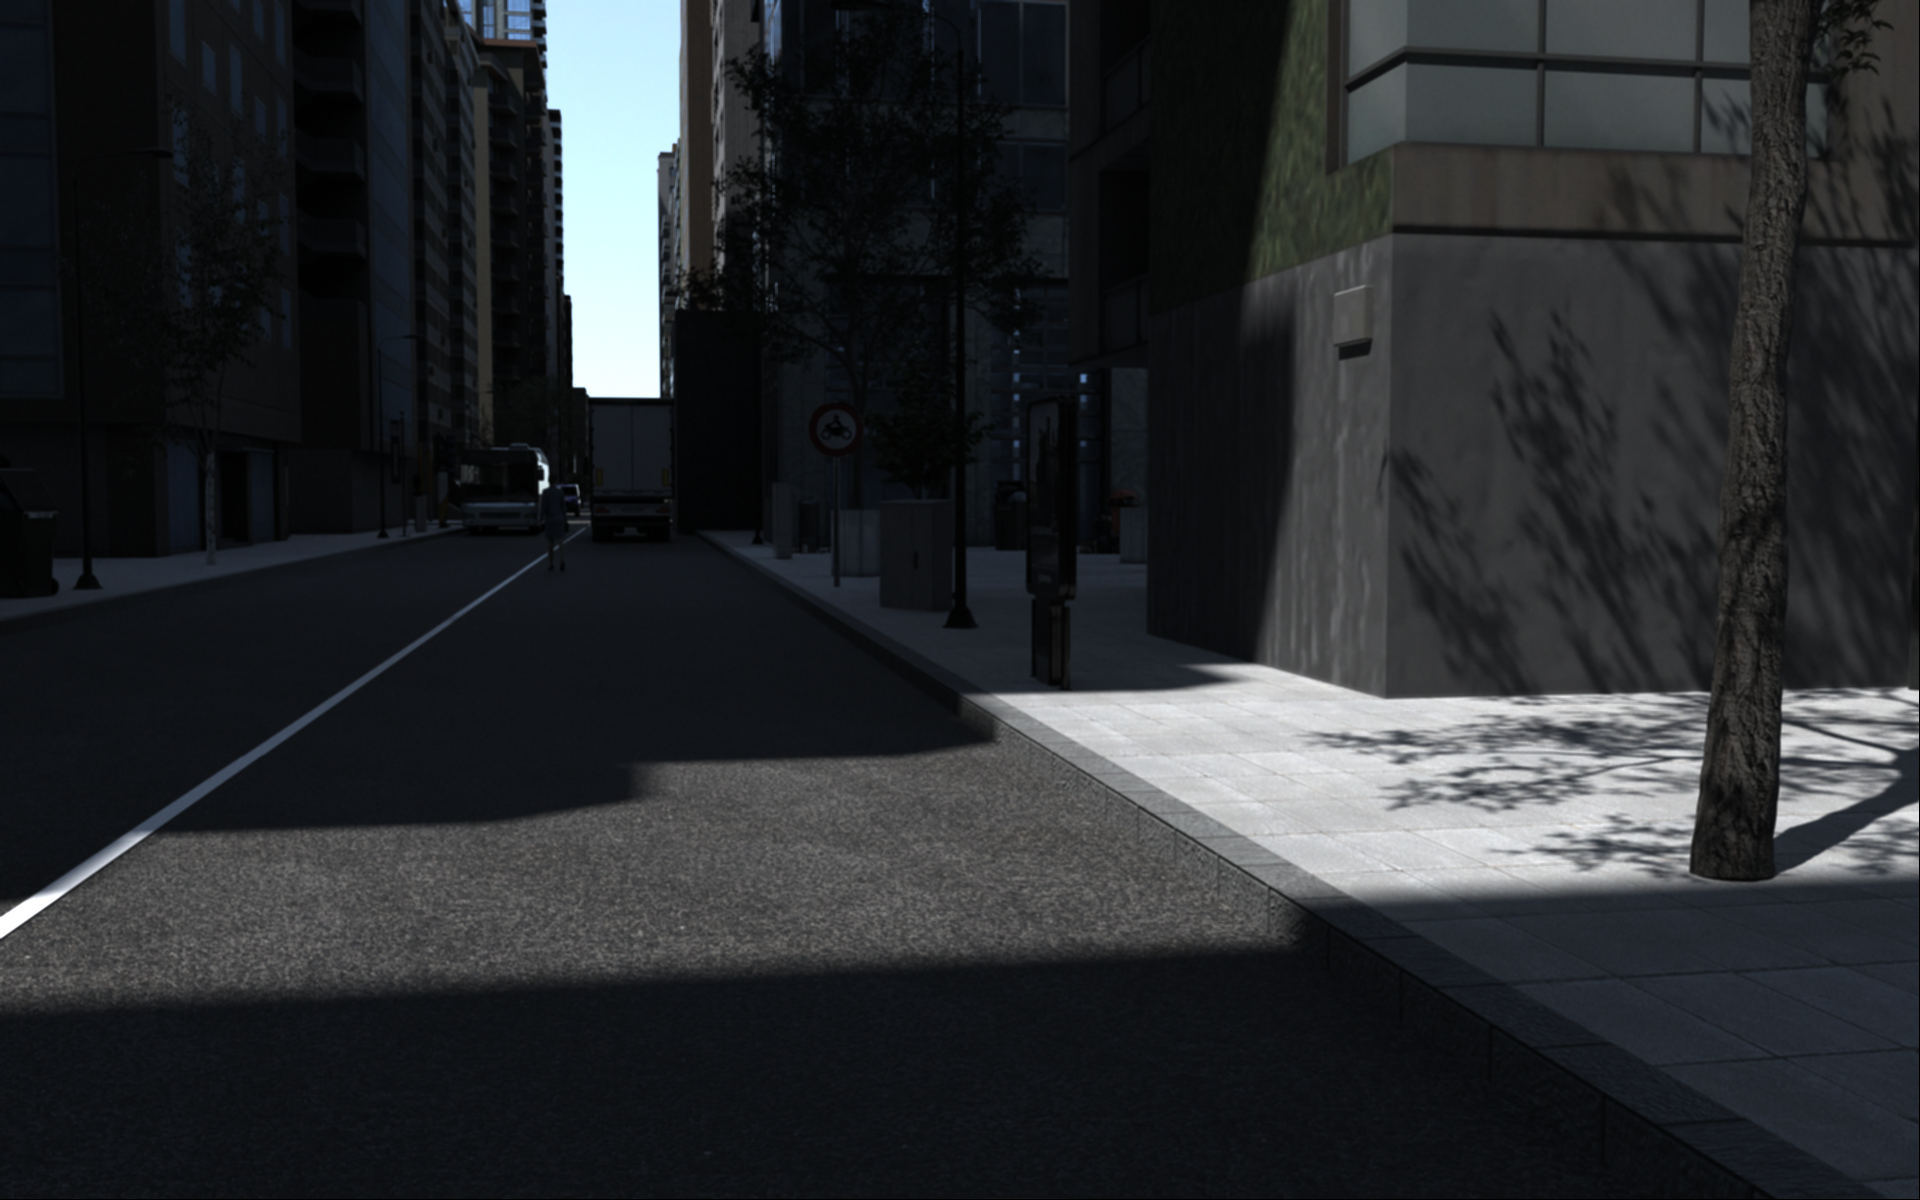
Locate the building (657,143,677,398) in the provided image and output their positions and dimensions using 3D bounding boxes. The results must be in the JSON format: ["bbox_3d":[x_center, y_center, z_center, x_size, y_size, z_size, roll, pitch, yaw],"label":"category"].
[{"bbox_3d":[-41.124,-46.239,298.005,21.231,58.520,28.212,-1,4,-11],"label":"building"}]

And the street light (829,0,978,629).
[{"bbox_3d":[-0.529,-2.683,16.406,1.470,5.913,1.316,-1,4,-11],"label":"street light"}]

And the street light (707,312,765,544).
[{"bbox_3d":[-5.707,-4.372,44.023,1.470,5.913,1.316,-1,4,-11],"label":"street light"}]

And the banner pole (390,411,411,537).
[{"bbox_3d":[-16.826,-3.787,51.936,0.401,3.779,0.863,1,4,15],"label":"banner pole"}]

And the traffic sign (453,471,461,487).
[{"bbox_3d":[-20.154,-4.071,70.202,0.795,2.450,0.064,-1,4,-11],"label":"traffic sign"}]

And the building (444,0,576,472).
[{"bbox_3d":[-69.547,-57.982,260.681,22.319,86.520,31.000,-1,4,-11],"label":"building"}]

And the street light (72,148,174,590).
[{"bbox_3d":[-11.252,-3.105,23.315,1.470,5.913,1.316,-1,4,-11],"label":"street light"}]

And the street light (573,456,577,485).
[{"bbox_3d":[-40.967,-12.767,181.283,1.470,5.913,1.316,-1,4,-11],"label":"street light"}]

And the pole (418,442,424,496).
[{"bbox_3d":[-21.154,-4.533,67.955,0.158,3.312,0.155,0,3,0],"label":"pole"}]

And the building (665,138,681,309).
[{"bbox_3d":[-23.627,-36.348,213.899,23.786,49.044,30.456,-1,4,-11],"label":"building"}]

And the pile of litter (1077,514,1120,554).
[{"bbox_3d":[3.067,-1.429,37.330,1.719,0.858,1.176,1,4,17],"label":"pile of litter"}]

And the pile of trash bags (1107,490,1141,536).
[{"bbox_3d":[4.495,-1.525,34.693,3.447,1.369,1.912,-2,4,-27],"label":"pile of trash bags"}]

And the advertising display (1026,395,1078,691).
[{"bbox_3d":[0.611,-0.397,11.709,0.123,1.923,0.974,-1,4,-11],"label":"advertising display"}]

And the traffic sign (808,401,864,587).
[{"bbox_3d":[-1.703,-1.455,23.903,0.768,2.556,0.104,0,4,-3],"label":"traffic sign"}]

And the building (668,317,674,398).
[{"bbox_3d":[-16.915,-20.828,185.584,27.650,21.520,28.899,-1,4,-11],"label":"building"}]

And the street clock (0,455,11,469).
[{"bbox_3d":[-17.477,-1.641,31.408,0.471,2.002,0.358,-3,5,-41],"label":"street clock"}]

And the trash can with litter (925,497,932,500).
[{"bbox_3d":[-0.720,-1.727,39.293,1.678,1.210,2.233,-1,4,-13],"label":"trash can with litter"}]

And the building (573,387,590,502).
[{"bbox_3d":[-76.774,-27.328,291.848,27.650,21.520,28.899,-1,4,-11],"label":"building"}]

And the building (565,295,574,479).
[{"bbox_3d":[-61.084,-28.663,240.337,14.160,30.474,14.107,-1,4,-11],"label":"building"}]

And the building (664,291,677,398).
[{"bbox_3d":[-35.144,-29.105,247.564,14.160,30.474,14.107,-1,4,-11],"label":"building"}]

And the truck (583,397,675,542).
[{"bbox_3d":[-10.669,-4.083,55.671,2.839,4.237,11.283,-1,4,-12],"label":"truck"}]

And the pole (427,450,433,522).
[{"bbox_3d":[-24.267,-5.226,79.290,0.158,3.312,0.155,0,3,0],"label":"pole"}]

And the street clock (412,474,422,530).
[{"bbox_3d":[-19.507,-3.528,62.247,0.358,2.002,0.471,0,4,-8],"label":"street clock"}]

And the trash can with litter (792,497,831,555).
[{"bbox_3d":[-2.927,-1.637,37.820,2.233,1.210,1.678,-3,5,-44],"label":"trash can with litter"}]

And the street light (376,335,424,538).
[{"bbox_3d":[-16.306,-4.766,50.470,1.470,5.913,1.316,-1,4,-11],"label":"street light"}]

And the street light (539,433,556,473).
[{"bbox_3d":[-31.587,-9.778,132.419,1.470,5.913,1.316,-1,4,-11],"label":"street light"}]

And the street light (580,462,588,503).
[{"bbox_3d":[-45.938,-14.429,208.453,1.470,5.913,1.316,-1,4,-11],"label":"street light"}]

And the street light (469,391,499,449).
[{"bbox_3d":[-21.437,-6.444,77.903,1.470,5.913,1.316,-1,4,-11],"label":"street light"}]

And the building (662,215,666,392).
[{"bbox_3d":[-34.869,-39.759,269.675,23.786,49.044,30.456,-1,4,-11],"label":"building"}]

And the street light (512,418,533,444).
[{"bbox_3d":[-26.571,-8.105,105.059,1.470,5.913,1.316,-1,4,-11],"label":"street light"}]

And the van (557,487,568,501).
[{"bbox_3d":[-22.520,-5.375,94.900,2.013,2.044,4.112,-1,4,-12],"label":"van"}]

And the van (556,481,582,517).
[{"bbox_3d":[-24.993,-6.420,109.345,2.240,2.365,5.245,-1,4,-11],"label":"van"}]

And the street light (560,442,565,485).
[{"bbox_3d":[-35.748,-11.080,153.695,1.470,5.913,1.316,-1,4,-11],"label":"street light"}]
